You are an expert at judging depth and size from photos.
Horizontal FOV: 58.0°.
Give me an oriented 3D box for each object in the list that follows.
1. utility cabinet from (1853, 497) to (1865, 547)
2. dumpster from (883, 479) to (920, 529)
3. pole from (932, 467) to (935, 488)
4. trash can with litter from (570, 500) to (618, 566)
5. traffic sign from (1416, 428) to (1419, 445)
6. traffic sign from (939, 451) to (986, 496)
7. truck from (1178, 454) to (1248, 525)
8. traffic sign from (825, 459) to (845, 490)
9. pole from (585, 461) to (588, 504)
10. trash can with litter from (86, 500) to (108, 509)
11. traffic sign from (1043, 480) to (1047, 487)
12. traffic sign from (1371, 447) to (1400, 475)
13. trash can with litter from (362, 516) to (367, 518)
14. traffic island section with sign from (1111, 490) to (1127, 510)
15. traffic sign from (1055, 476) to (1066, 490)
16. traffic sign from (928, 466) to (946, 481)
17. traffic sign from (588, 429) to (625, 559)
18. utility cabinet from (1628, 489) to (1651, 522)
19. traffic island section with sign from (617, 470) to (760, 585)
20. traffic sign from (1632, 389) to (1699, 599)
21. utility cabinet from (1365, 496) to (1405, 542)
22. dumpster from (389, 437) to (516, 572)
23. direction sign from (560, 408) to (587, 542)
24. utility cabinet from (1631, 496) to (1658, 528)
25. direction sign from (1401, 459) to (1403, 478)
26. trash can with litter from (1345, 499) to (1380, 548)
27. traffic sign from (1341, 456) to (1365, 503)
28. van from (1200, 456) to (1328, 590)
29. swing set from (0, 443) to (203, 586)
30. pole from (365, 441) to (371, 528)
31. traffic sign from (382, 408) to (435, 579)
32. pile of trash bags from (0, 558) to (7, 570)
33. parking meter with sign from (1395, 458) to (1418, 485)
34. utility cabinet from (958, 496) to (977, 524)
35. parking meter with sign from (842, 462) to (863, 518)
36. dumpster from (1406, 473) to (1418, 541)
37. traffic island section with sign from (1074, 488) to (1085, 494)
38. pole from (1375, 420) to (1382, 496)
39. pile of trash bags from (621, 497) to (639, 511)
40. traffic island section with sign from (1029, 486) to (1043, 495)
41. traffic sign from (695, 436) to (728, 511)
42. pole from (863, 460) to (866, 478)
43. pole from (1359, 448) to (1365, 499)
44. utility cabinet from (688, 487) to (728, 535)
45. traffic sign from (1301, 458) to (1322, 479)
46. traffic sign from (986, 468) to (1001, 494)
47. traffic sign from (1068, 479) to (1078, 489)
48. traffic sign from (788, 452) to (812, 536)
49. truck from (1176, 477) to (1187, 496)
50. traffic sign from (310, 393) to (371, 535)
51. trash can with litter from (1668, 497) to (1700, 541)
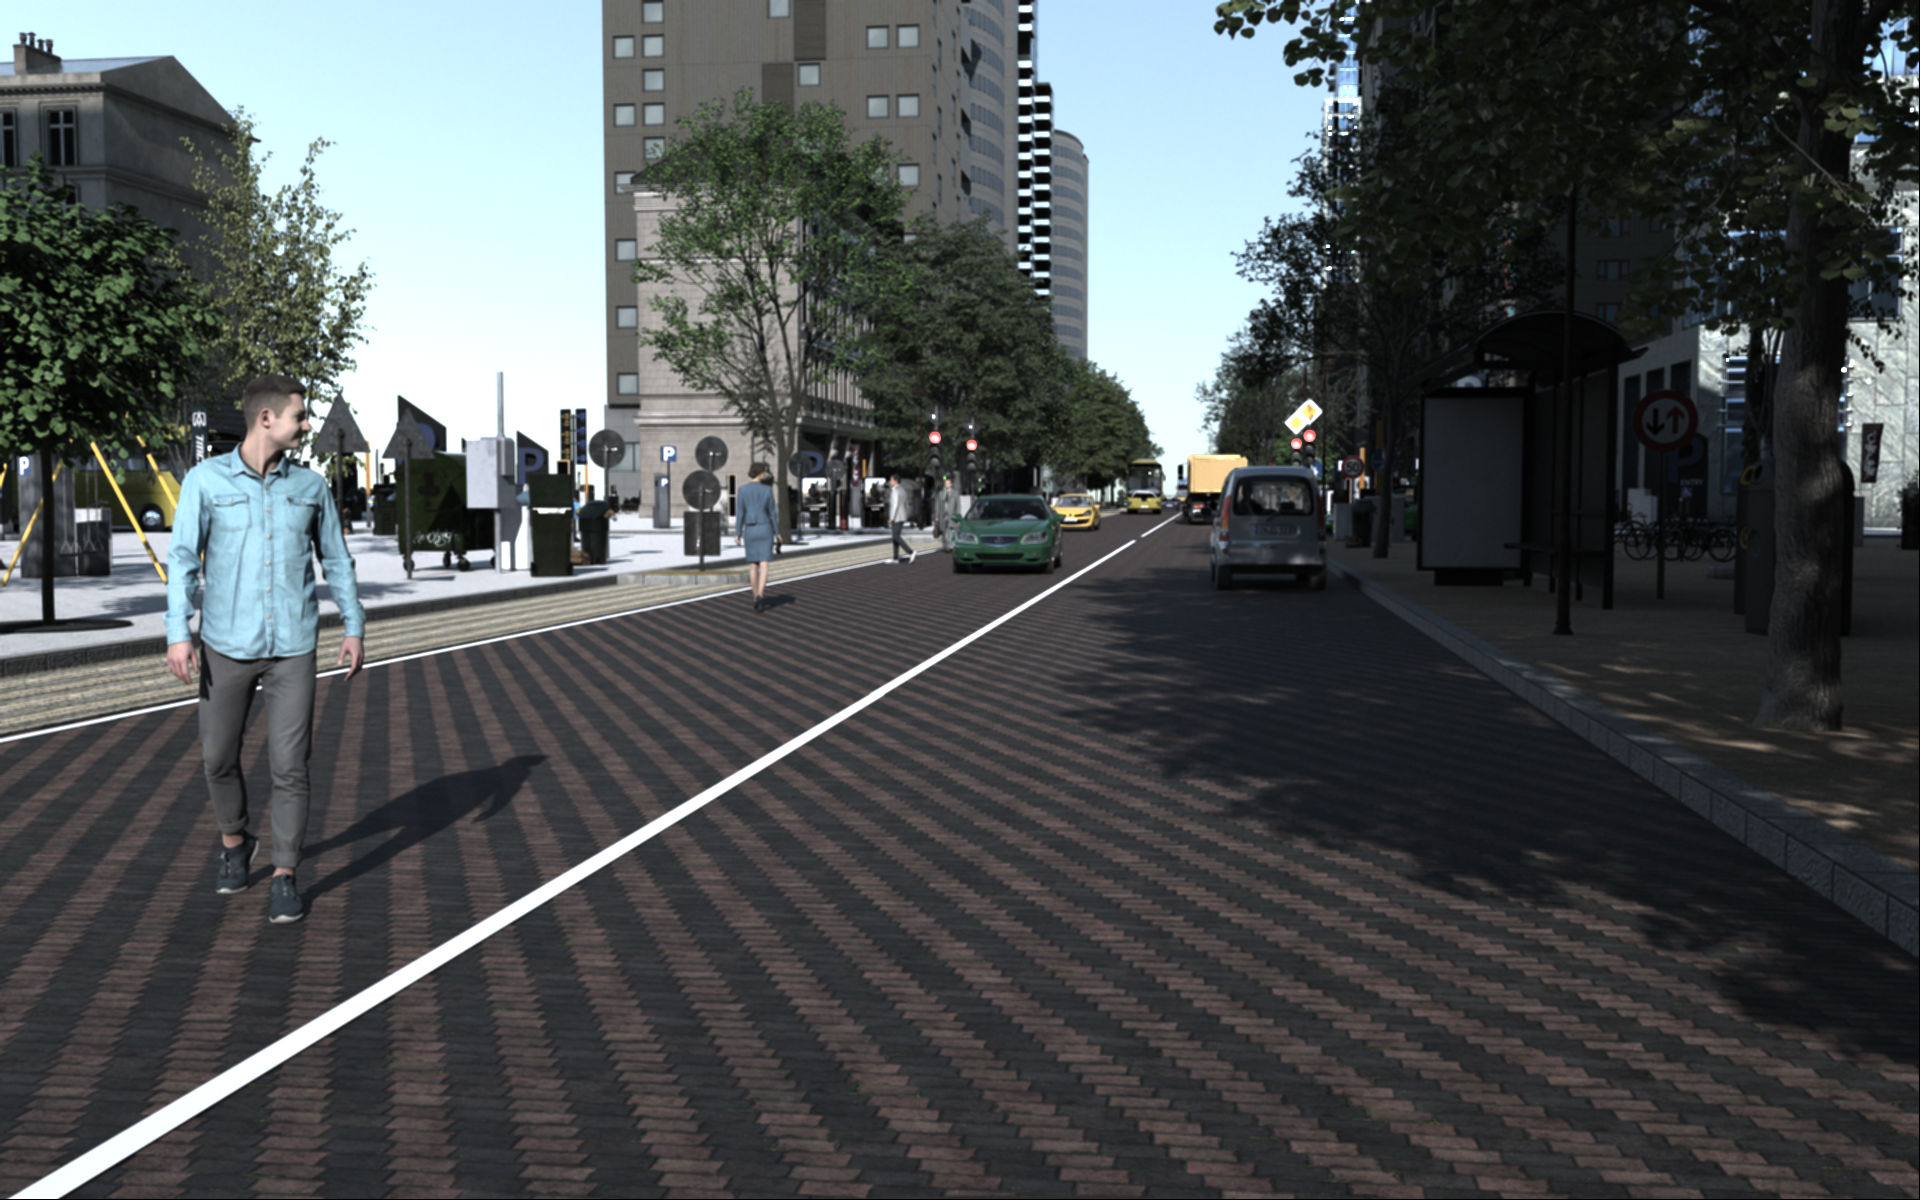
[{"bbox_3d":[21.418,-1.896,42.169,1.020,1.237,0.306,0,4,5],"label":"utility cabinet"},{"bbox_3d":[-2.179,-3.629,65.086,1.264,1.857,1.865,0,4,8],"label":"dumpster"},{"bbox_3d":[-1.958,-8.285,129.300,0.158,3.312,0.155,0,3,0],"label":"pole"},{"bbox_3d":[-6.652,-1.210,31.165,0.624,1.170,1.055,1,4,14],"label":"trash can with litter"},{"bbox_3d":[7.577,-1.665,27.321,0.768,2.556,0.104,1,4,11],"label":"traffic sign"},{"bbox_3d":[0.116,-5.366,81.615,2.265,3.308,0.079,1,4,13],"label":"traffic sign"},{"bbox_3d":[12.277,-5.346,83.335,3.469,3.379,9.791,0,4,6],"label":"truck"},{"bbox_3d":[-4.575,-3.867,63.325,0.768,2.556,0.104,1,4,14],"label":"traffic sign"},{"bbox_3d":[-22.703,-6.817,105.293,0.158,3.312,0.155,0,3,0],"label":"pole"},{"bbox_3d":[-17.386,-1.400,34.273,1.055,1.170,0.624,0,4,-6],"label":"trash can with litter"},{"bbox_3d":[5.763,-7.547,123.393,0.884,2.594,0.081,1,4,14],"label":"traffic sign"},{"bbox_3d":[11.473,-2.851,46.716,0.768,2.556,0.104,1,4,17],"label":"traffic sign"},{"bbox_3d":[-31.648,-4.927,91.608,2.233,1.210,1.678,-1,4,-9],"label":"trash can with litter"},{"bbox_3d":[14.895,-9.223,159.425,1.989,1.847,2.006,1,4,8],"label":"traffic island section with sign"},{"bbox_3d":[7.105,-7.484,122.463,0.768,2.556,0.104,1,4,10],"label":"traffic sign"},{"bbox_3d":[-0.976,-4.301,70.323,0.884,2.594,0.081,1,4,16],"label":"traffic sign"},{"bbox_3d":[-6.965,-2.081,34.126,0.768,2.556,0.104,1,4,11],"label":"traffic sign"},{"bbox_3d":[27.449,-3.749,69.970,0.318,1.500,1.173,-1,4,-11],"label":"utility cabinet"},{"bbox_3d":[-4.302,-1.190,28.082,1.989,1.847,2.006,1,4,8],"label":"traffic island section with sign"},{"bbox_3d":[8.578,-1.286,21.137,0.768,2.556,0.104,1,4,12],"label":"traffic sign"},{"bbox_3d":[11.368,-2.154,46.379,1.020,1.237,0.306,0,4,3],"label":"utility cabinet"},{"bbox_3d":[-8.577,-1.642,29.347,1.502,2.255,1.985,1,4,8],"label":"dumpster"},{"bbox_3d":[-10.268,-3.308,46.080,0.876,3.537,0.379,2,4,29],"label":"direction sign"},{"bbox_3d":[26.056,-3.350,65.931,0.306,1.237,1.020,-1,4,-23],"label":"utility cabinet"},{"bbox_3d":[27.174,-7.013,106.651,0.379,3.537,0.876,0,4,6],"label":"direction sign"},{"bbox_3d":[9.633,-1.847,41.592,0.624,1.170,1.055,2,4,29],"label":"trash can with litter"},{"bbox_3d":[13.009,-3.506,57.430,0.768,2.556,0.104,1,4,14],"label":"traffic sign"},{"bbox_3d":[4.828,-1.246,27.381,2.013,2.044,4.112,0,4,7],"label":"van"},{"bbox_3d":[-11.670,-1.547,22.917,2.862,2.851,3.119,-1,4,-13],"label":"swing set"},{"bbox_3d":[-22.630,-4.427,66.222,0.158,3.312,0.155,0,3,0],"label":"pole"},{"bbox_3d":[-8.334,-1.599,26.149,0.884,2.594,0.081,1,4,13],"label":"traffic sign"},{"bbox_3d":[-17.745,-1.214,29.595,1.912,1.369,3.447,-3,5,-44],"label":"pile of trash bags"},{"bbox_3d":[21.726,-5.430,85.049,0.543,3.016,1.738,-3,5,-44],"label":"parking meter with sign"},{"bbox_3d":[0.220,-3.815,73.533,1.020,1.237,0.306,2,4,32],"label":"utility cabinet"},{"bbox_3d":[-5.556,-5.969,93.849,1.738,3.016,0.543,-2,4,-23],"label":"parking meter with sign"},{"bbox_3d":[12.808,-2.685,46.387,1.502,2.255,1.985,1,4,8],"label":"dumpster"},{"bbox_3d":[7.582,-6.162,109.370,1.989,1.847,2.006,1,4,8],"label":"traffic island section with sign"},{"bbox_3d":[11.527,-3.295,47.715,0.158,3.312,0.155,0,3,0],"label":"pole"},{"bbox_3d":[-24.317,-7.585,133.769,3.447,1.369,1.912,-2,4,-32],"label":"pile of trash bags"},{"bbox_3d":[3.631,-4.510,82.368,1.989,1.847,2.006,1,4,8],"label":"traffic island section with sign"},{"bbox_3d":[-5.484,-2.328,38.176,0.768,2.556,0.104,1,4,14],"label":"traffic sign"},{"bbox_3d":[-5.649,-6.641,102.417,0.158,3.312,0.155,0,3,0],"label":"pole"},{"bbox_3d":[17.640,-5.027,76.029,0.158,3.312,0.155,0,3,0],"label":"pole"},{"bbox_3d":[-7.729,-2.719,53.138,1.173,1.500,0.318,-1,4,-14],"label":"utility cabinet"},{"bbox_3d":[12.402,-3.727,61.038,0.768,2.556,0.104,1,4,9],"label":"traffic sign"},{"bbox_3d":[1.573,-5.093,83.369,0.768,2.556,0.104,1,4,9],"label":"traffic sign"},{"bbox_3d":[8.721,-8.094,133.528,0.795,2.450,0.064,1,4,15],"label":"traffic sign"},{"bbox_3d":[-4.862,-3.207,52.539,0.768,2.556,0.104,1,4,16],"label":"traffic sign"},{"bbox_3d":[36.298,-17.712,279.343,2.967,4.110,18.799,0,4,7],"label":"truck"},{"bbox_3d":[-7.962,-1.360,22.246,0.884,2.594,0.081,1,4,16],"label":"traffic sign"},{"bbox_3d":[19.736,-2.231,47.530,1.678,1.210,2.233,2,4,24],"label":"trash can with litter"}]
